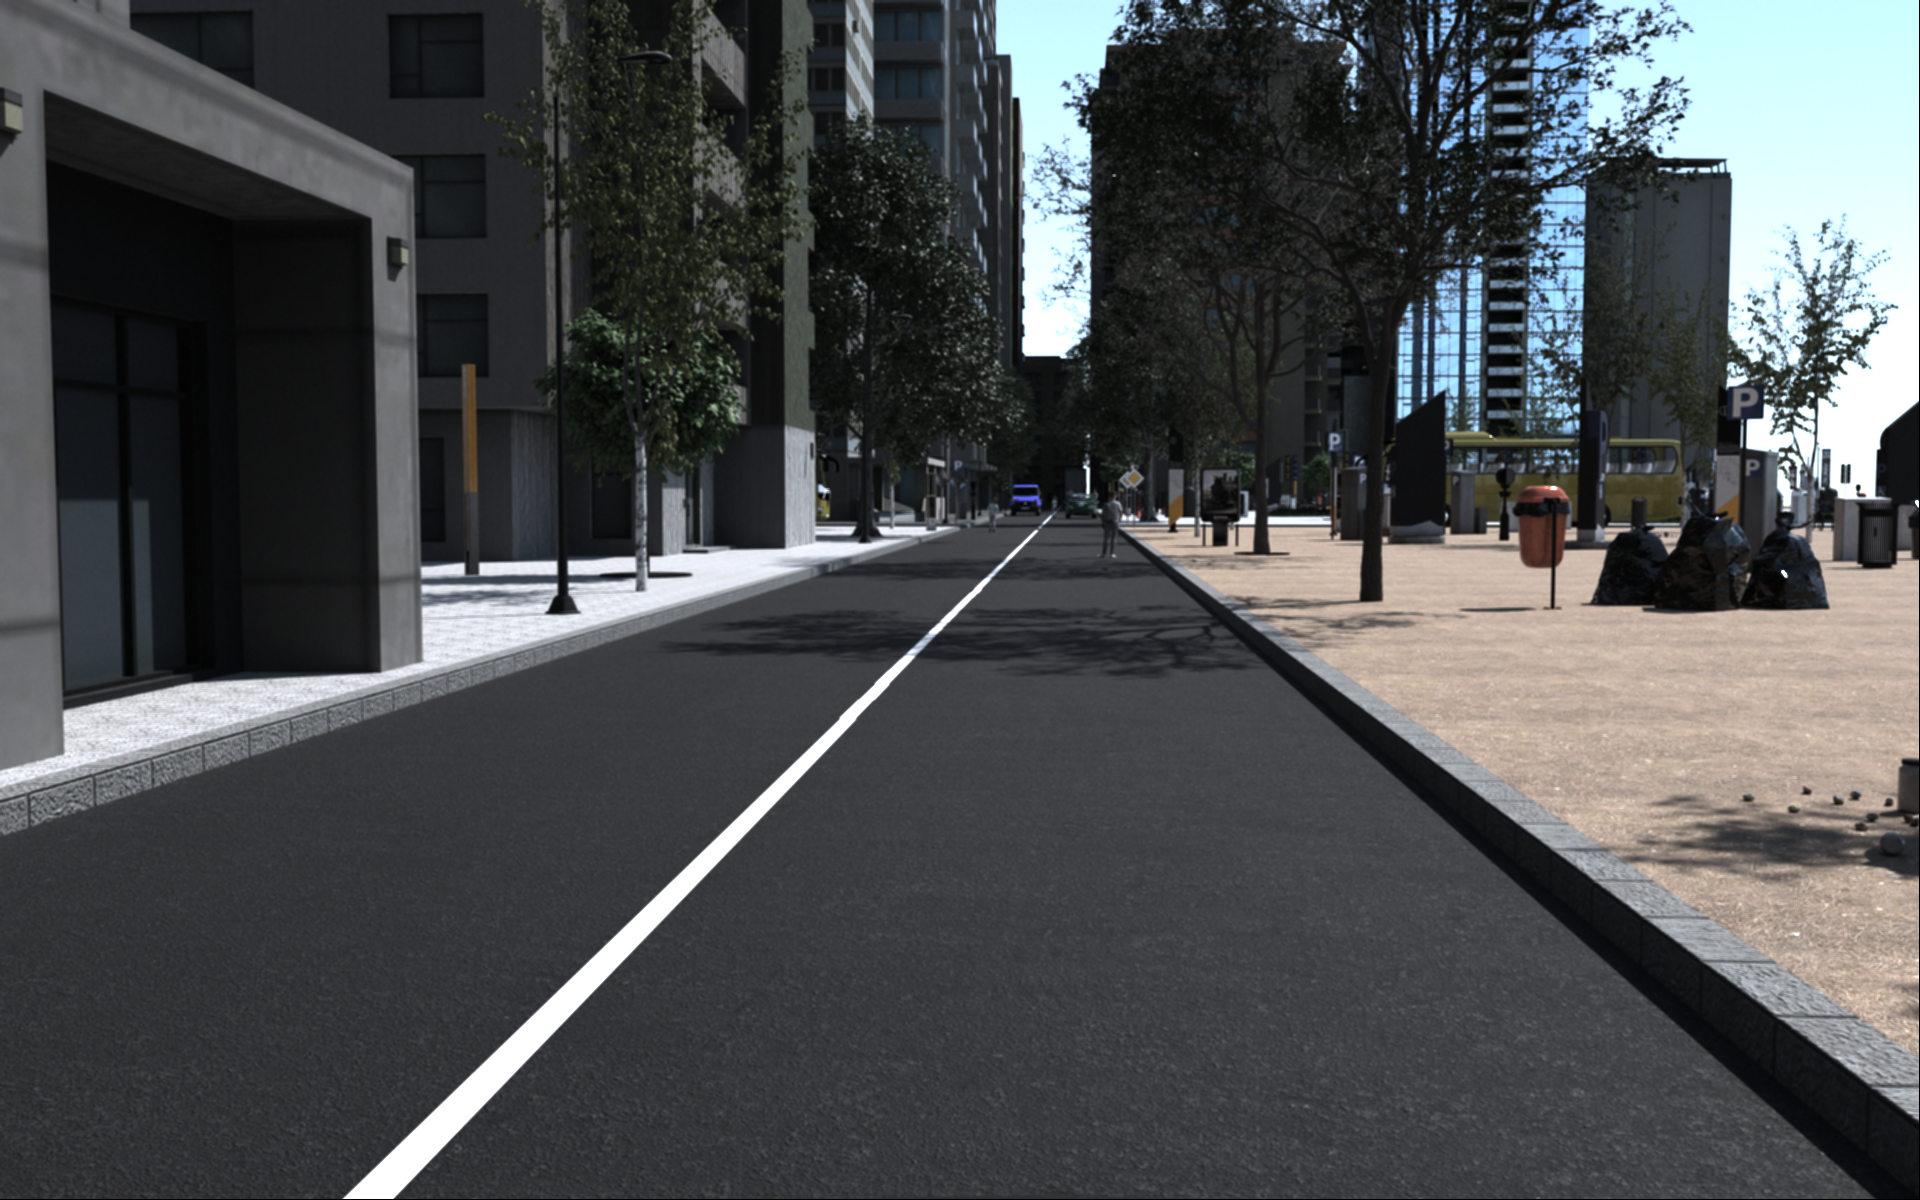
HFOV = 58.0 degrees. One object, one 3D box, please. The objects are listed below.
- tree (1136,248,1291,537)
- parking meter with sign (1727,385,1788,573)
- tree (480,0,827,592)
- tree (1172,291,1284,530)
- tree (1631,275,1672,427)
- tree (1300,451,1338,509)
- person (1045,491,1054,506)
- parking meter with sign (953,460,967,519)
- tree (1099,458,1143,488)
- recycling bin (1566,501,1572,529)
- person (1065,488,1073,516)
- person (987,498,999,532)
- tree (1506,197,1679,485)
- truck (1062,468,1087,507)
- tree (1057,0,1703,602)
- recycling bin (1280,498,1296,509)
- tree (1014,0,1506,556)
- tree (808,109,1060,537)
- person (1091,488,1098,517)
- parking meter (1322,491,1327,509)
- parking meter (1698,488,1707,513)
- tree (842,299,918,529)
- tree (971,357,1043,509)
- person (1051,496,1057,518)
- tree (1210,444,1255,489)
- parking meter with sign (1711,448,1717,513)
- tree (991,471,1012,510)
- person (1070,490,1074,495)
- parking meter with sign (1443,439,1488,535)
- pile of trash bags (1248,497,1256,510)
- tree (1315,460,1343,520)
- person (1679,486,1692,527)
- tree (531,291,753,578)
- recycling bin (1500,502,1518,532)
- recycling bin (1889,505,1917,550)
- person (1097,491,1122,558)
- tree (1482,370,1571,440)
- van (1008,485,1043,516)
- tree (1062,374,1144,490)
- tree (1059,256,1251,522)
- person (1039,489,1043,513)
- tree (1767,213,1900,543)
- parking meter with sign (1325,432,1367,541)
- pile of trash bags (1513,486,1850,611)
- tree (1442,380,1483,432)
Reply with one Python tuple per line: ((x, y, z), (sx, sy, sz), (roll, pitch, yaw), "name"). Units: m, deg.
((7.278, -6.172, 51.270), (4.360, 8.622, 3.978), (0, 3, 0), "tree")
((13.151, -1.969, 28.454), (0.543, 3.016, 1.738), (3, 5, 42), "parking meter with sign")
((-3.965, -4.421, 22.652), (4.737, 8.622, 4.395), (0, 3, 0), "tree")
((9.703, -6.824, 61.938), (4.737, 8.622, 4.395), (0, 3, 0), "tree")
((24.798, -6.616, 58.531), (4.737, 8.622, 4.395), (0, 3, 0), "tree")
((26.799, -8.783, 127.315), (4.285, 4.588, 4.351), (0, 3, 0), "tree")
((11.083, -12.570, 214.152), (1.348, 1.807, 0.705), (-1, 4, -9), "person")
((0.041, -5.662, 88.827), (0.543, 3.016, 1.738), (-1, 4, -10), "parking meter with sign")
((10.982, -7.991, 114.373), (4.285, 4.588, 4.351), (0, 3, 0), "tree")
((21.746, -3.086, 63.008), (0.722, 1.027, 0.722), (-1, 4, -10), "recycling bin")
((7.184, -6.435, 113.895), (0.473, 1.802, 0.592), (-1, 4, -11), "person")
((1.214, -3.186, 64.865), (0.425, 1.301, 0.394), (-1, 4, -15), "person")
((16.144, -5.716, 43.822), (4.360, 8.622, 3.978), (0, 3, 0), "tree")
((12.871, -12.539, 193.926), (2.839, 4.237, 11.283), (0, 4, 3), "truck")
((4.717, -5.247, 20.196), (8.767, 10.594, 7.601), (2, 4, 35), "tree")
((20.608, -5.888, 108.821), (0.722, 1.027, 0.722), (-3, 5, -44), "recycling bin")
((6.233, -7.696, 36.193), (12.009, 13.543, 11.850), (0, 3, 0), "tree")
((-2.710, -8.251, 51.919), (9.611, 12.733, 9.660), (0, 3, 0), "tree")
((8.284, -6.031, 107.283), (0.511, 1.800, 0.466), (2, 4, 27), "person")
((27.680, -7.537, 131.641), (0.372, 1.533, 0.369), (0, 3, 0), "parking meter")
((33.578, -4.276, 78.331), (0.372, 1.533, 0.369), (0, 3, 0), "parking meter")
((-2.735, -6.947, 63.940), (4.737, 8.622, 4.395), (0, 3, 0), "tree")
((3.469, -13.810, 143.917), (7.486, 12.596, 7.792), (0, 3, 0), "tree")
((5.502, -5.449, 101.869), (0.394, 1.301, 0.425), (2, 4, 28), "person")
((17.830, -7.871, 112.406), (4.285, 4.588, 4.351), (0, 3, 0), "tree")
((28.367, -4.186, 64.706), (0.543, 3.016, 1.738), (1, 4, 21), "parking meter with sign")
((3.354, -8.807, 138.598), (1.663, 3.219, 1.824), (0, 3, 0), "tree")
((9.455, -8.384, 145.823), (0.600, 1.795, 0.529), (-1, 4, -10), "person")
((16.035, -3.600, 55.122), (1.738, 3.016, 0.543), (-2, 4, -30), "parking meter with sign")
((22.844, -7.878, 138.563), (1.912, 1.369, 3.447), (1, 4, 10), "pile of trash bags")
((18.666, -5.588, 85.959), (1.663, 3.219, 1.824), (0, 3, 0), "tree")
((29.445, -3.742, 70.228), (0.362, 1.759, 0.519), (-2, 4, -28), "person")
((-4.947, -2.650, 27.042), (4.285, 4.588, 4.351), (0, 3, 0), "tree")
((18.718, -2.816, 58.595), (0.722, 1.027, 0.722), (0, 4, 2), "recycling bin")
((21.718, -1.669, 39.835), (0.722, 1.027, 0.722), (3, 5, 41), "recycling bin")
((3.372, -1.705, 38.980), (0.503, 1.515, 0.523), (-2, 4, -24), "person")
((33.444, -9.176, 100.389), (4.737, 8.622, 4.395), (0, 3, 0), "tree")
((4.351, -6.735, 114.506), (2.240, 2.365, 5.245), (0, 4, 3), "van")
((12.111, -13.028, 138.767), (9.928, 11.665, 9.643), (0, 3, 0), "tree")
((8.791, -10.003, 80.550), (9.611, 12.733, 9.660), (0, 3, 0), "tree")
((6.069, -7.523, 131.597), (0.616, 1.811, 0.778), (-1, 4, -15), "person")
((22.117, -5.812, 45.387), (4.737, 8.622, 4.395), (0, 3, 0), "tree")
((10.963, -3.176, 48.185), (0.543, 3.016, 1.738), (-2, 4, -31), "parking meter with sign")
((7.950, -0.613, 19.783), (3.447, 1.369, 1.912), (-1, 4, -11), "pile of trash bags")
((32.359, -9.925, 112.633), (4.737, 8.622, 4.395), (0, 3, 0), "tree")
